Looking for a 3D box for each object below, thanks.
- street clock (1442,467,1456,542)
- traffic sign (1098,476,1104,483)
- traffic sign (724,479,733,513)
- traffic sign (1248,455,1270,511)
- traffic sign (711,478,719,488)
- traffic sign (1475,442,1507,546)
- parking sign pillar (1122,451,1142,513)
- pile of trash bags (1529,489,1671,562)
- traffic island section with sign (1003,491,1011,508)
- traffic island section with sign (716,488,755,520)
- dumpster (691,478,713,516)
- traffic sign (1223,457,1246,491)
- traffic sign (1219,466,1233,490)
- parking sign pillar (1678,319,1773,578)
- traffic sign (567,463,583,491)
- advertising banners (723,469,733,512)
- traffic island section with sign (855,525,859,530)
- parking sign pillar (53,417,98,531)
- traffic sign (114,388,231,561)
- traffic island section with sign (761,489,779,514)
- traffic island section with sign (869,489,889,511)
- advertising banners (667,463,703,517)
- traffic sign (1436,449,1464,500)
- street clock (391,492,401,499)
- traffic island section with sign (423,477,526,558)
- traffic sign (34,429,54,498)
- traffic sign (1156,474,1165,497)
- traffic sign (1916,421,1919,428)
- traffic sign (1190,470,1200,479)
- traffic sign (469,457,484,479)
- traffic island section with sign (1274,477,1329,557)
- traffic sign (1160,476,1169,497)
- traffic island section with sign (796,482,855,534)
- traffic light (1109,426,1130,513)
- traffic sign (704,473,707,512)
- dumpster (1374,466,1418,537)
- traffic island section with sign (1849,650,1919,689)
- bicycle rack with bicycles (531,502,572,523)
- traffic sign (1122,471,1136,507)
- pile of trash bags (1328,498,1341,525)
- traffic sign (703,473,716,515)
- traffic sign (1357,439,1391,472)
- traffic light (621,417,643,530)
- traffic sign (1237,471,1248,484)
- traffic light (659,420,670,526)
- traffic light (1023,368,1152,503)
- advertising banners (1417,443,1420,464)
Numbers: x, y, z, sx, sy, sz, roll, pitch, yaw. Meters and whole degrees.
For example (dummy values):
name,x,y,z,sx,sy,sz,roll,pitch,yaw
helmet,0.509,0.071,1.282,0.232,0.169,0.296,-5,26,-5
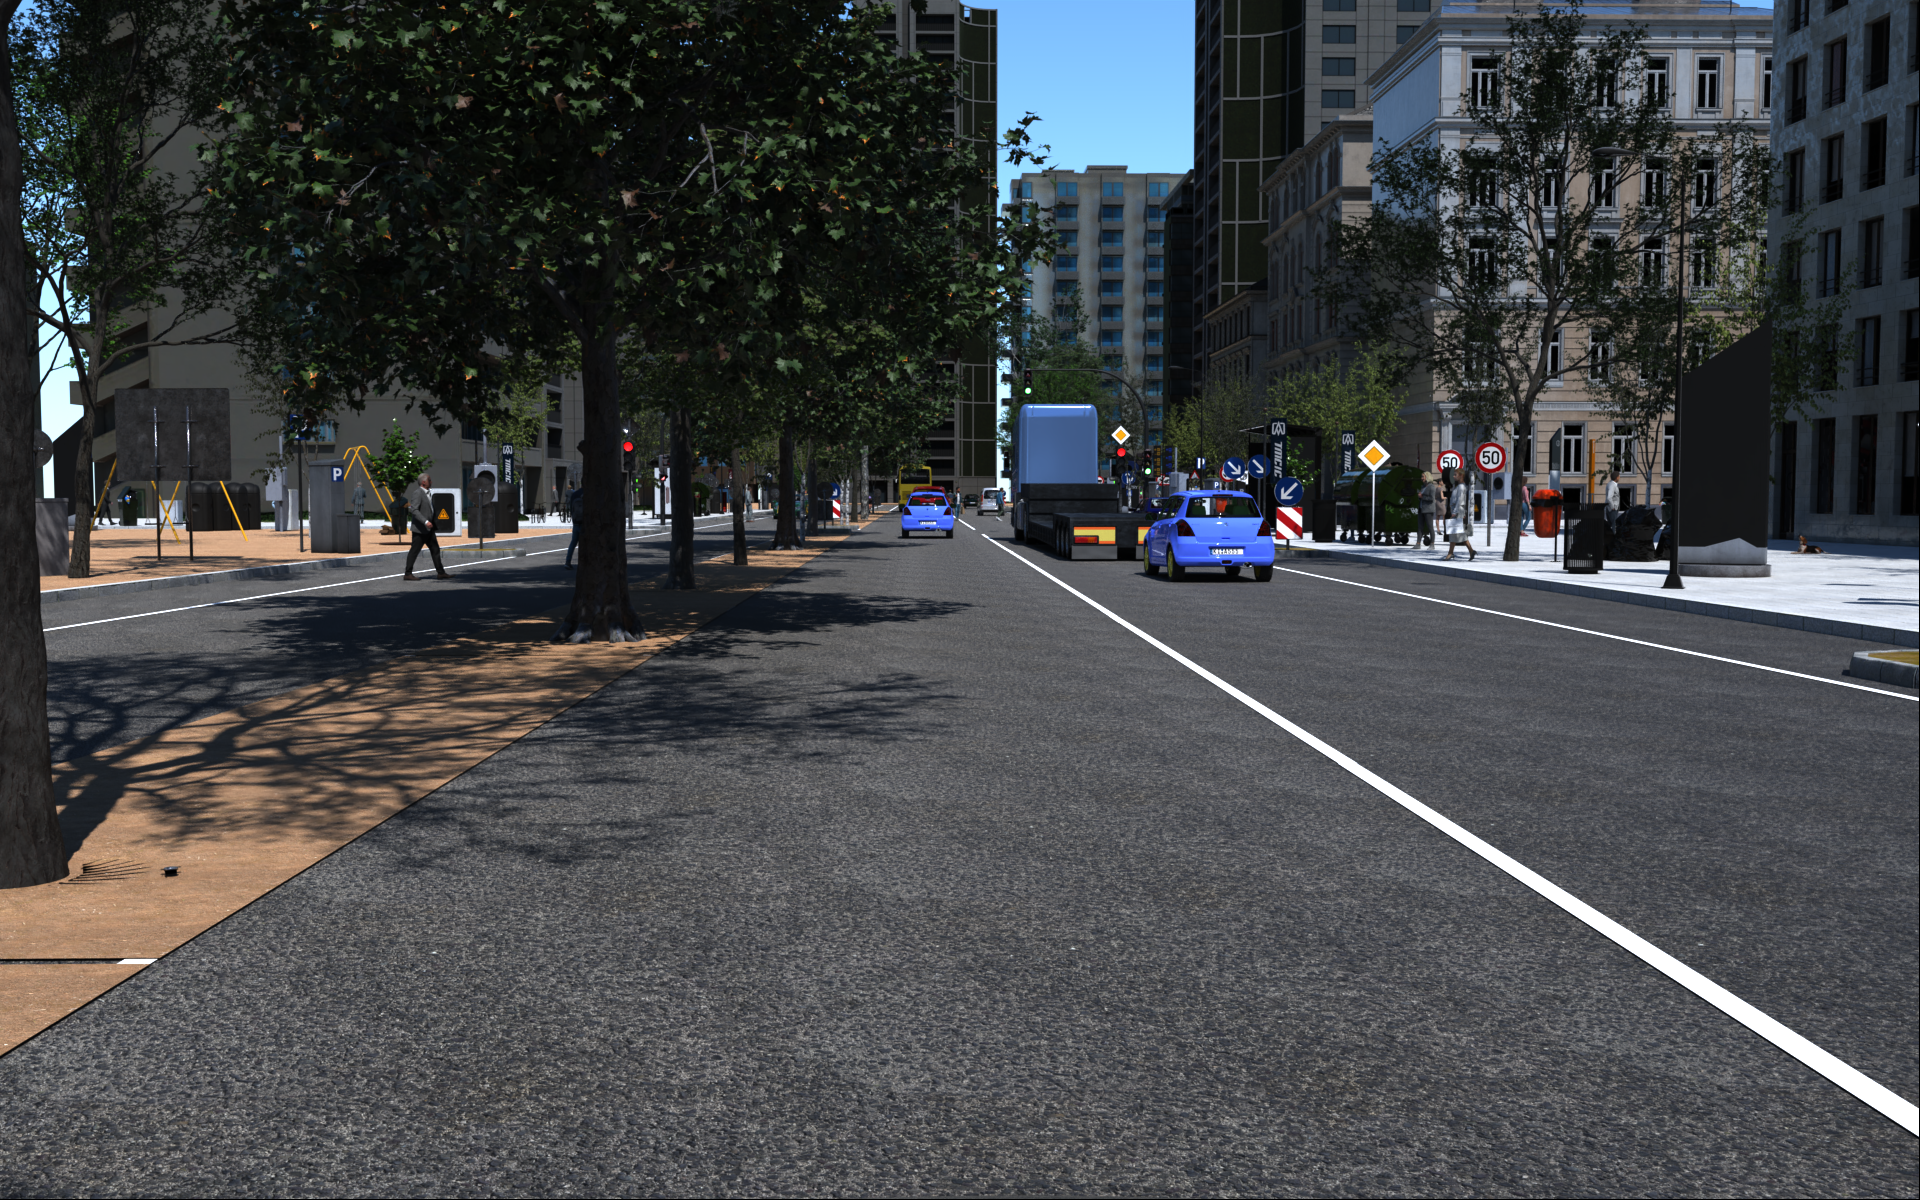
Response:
name,x,y,z,sx,sy,sz,roll,pitch,yaw
street clock,13.087,-2.557,46.377,0.358,2.002,0.471,3,5,39
traffic sign,9.674,-7.383,120.825,0.768,2.556,0.104,0,4,4
traffic sign,-15.413,-6.928,115.396,0.606,2.300,0.079,0,4,6
traffic sign,9.651,-3.412,55.895,0.768,2.556,0.104,0,4,1
traffic sign,-18.968,-8.179,133.838,0.768,2.556,0.104,0,4,5
traffic sign,12.969,-2.588,42.414,0.768,2.556,0.104,0,4,2
parking sign pillar,9.879,-6.843,100.351,1.447,3.967,1.447,2,4,25
pile of trash bags,12.496,-1.446,33.401,3.447,1.369,1.912,-1,4,-20
traffic island section with sign,4.141,-10.081,173.447,1.989,1.847,2.006,0,4,-1
traffic island section with sign,-12.431,-5.345,96.016,1.989,1.847,2.006,0,4,-1
dumpster,-15.290,-6.044,101.310,1.502,2.255,1.985,0,4,-2
traffic sign,9.398,-3.627,59.400,0.768,2.556,0.104,0,4,5
traffic sign,11.423,-4.507,73.793,0.768,2.556,0.104,0,4,5
parking sign pillar,11.969,-2.365,27.136,1.447,3.967,1.447,2,4,29
traffic sign,-15.895,-4.374,71.619,0.768,2.556,0.104,1,4,8
advertising banners,-16.499,-7.650,121.257,0.090,3.025,2.074,-3,5,-43
traffic island section with sign,-5.139,-3.813,70.487,2.006,1.907,1.989,0,4,-1
parking sign pillar,-30.933,-4.401,60.429,1.447,3.967,1.447,1,4,15
traffic sign,-15.150,-2.414,33.347,2.265,3.308,0.079,0,4,4
traffic island section with sign,-13.080,-6.996,123.013,1.989,1.847,2.006,0,4,-1
traffic island section with sign,-6.968,-8.408,145.603,2.006,1.907,1.989,0,4,-1
advertising banners,-15.424,-6.164,96.976,2.074,3.025,0.090,-1,4,-19
traffic sign,13.984,-3.021,49.507,0.768,2.556,0.104,0,4,7
street clock,-19.434,-3.376,59.761,0.358,2.002,0.471,3,5,44
traffic island section with sign,-11.060,-1.900,39.692,1.989,1.847,2.006,0,4,-1
traffic sign,-18.050,-2.058,33.755,0.768,2.556,0.104,0,4,-1
traffic sign,12.595,-6.608,108.139,0.768,2.556,0.104,0,4,4
traffic sign,13.058,-1.416,22.889,0.795,2.593,0.064,0,4,7
traffic sign,12.616,-5.697,93.156,0.884,2.594,0.081,0,4,6
traffic sign,-16.874,-3.735,61.065,0.884,2.594,0.081,0,4,1
traffic island section with sign,7.350,-1.927,40.126,1.989,1.847,2.006,0,4,-1
traffic sign,12.321,-6.311,103.181,0.884,2.594,0.081,0,3,0
traffic island section with sign,-4.970,-3.361,63.081,2.006,1.907,1.989,0,4,-1
traffic light,6.559,-5.020,70.994,0.839,4.253,0.868,0,4,-1
traffic sign,-15.529,-6.478,105.914,0.884,2.594,0.081,0,4,6
dumpster,13.207,-3.057,52.481,1.502,2.255,1.985,0,4,-1
traffic island section with sign,8.006,-0.278,13.179,1.989,1.847,2.006,0,4,-1
bicycle rack with bicycles,-17.914,-3.889,76.967,2.852,0.926,2.925,-1,4,-9
traffic sign,9.195,-5.775,94.526,0.768,2.556,0.104,0,3,0
pile of trash bags,15.147,-3.850,72.708,1.912,1.369,3.447,-3,4,-37
traffic sign,-15.298,-6.461,105.747,0.768,2.556,0.104,0,4,-1
traffic sign,9.955,-2.561,41.612,0.795,2.593,0.064,0,4,8
traffic light,-11.903,-4.503,62.546,0.839,4.253,0.868,0,4,-1
traffic sign,12.476,-4.538,76.330,0.606,2.300,0.079,0,4,8
traffic light,-10.007,-5.868,70.614,4.771,5.953,1.251,0,4,-1
traffic light,4.663,-5.392,62.820,4.771,5.953,1.251,0,4,-1
advertising banners,15.932,-3.935,60.532,0.090,3.025,2.074,1,4,11
